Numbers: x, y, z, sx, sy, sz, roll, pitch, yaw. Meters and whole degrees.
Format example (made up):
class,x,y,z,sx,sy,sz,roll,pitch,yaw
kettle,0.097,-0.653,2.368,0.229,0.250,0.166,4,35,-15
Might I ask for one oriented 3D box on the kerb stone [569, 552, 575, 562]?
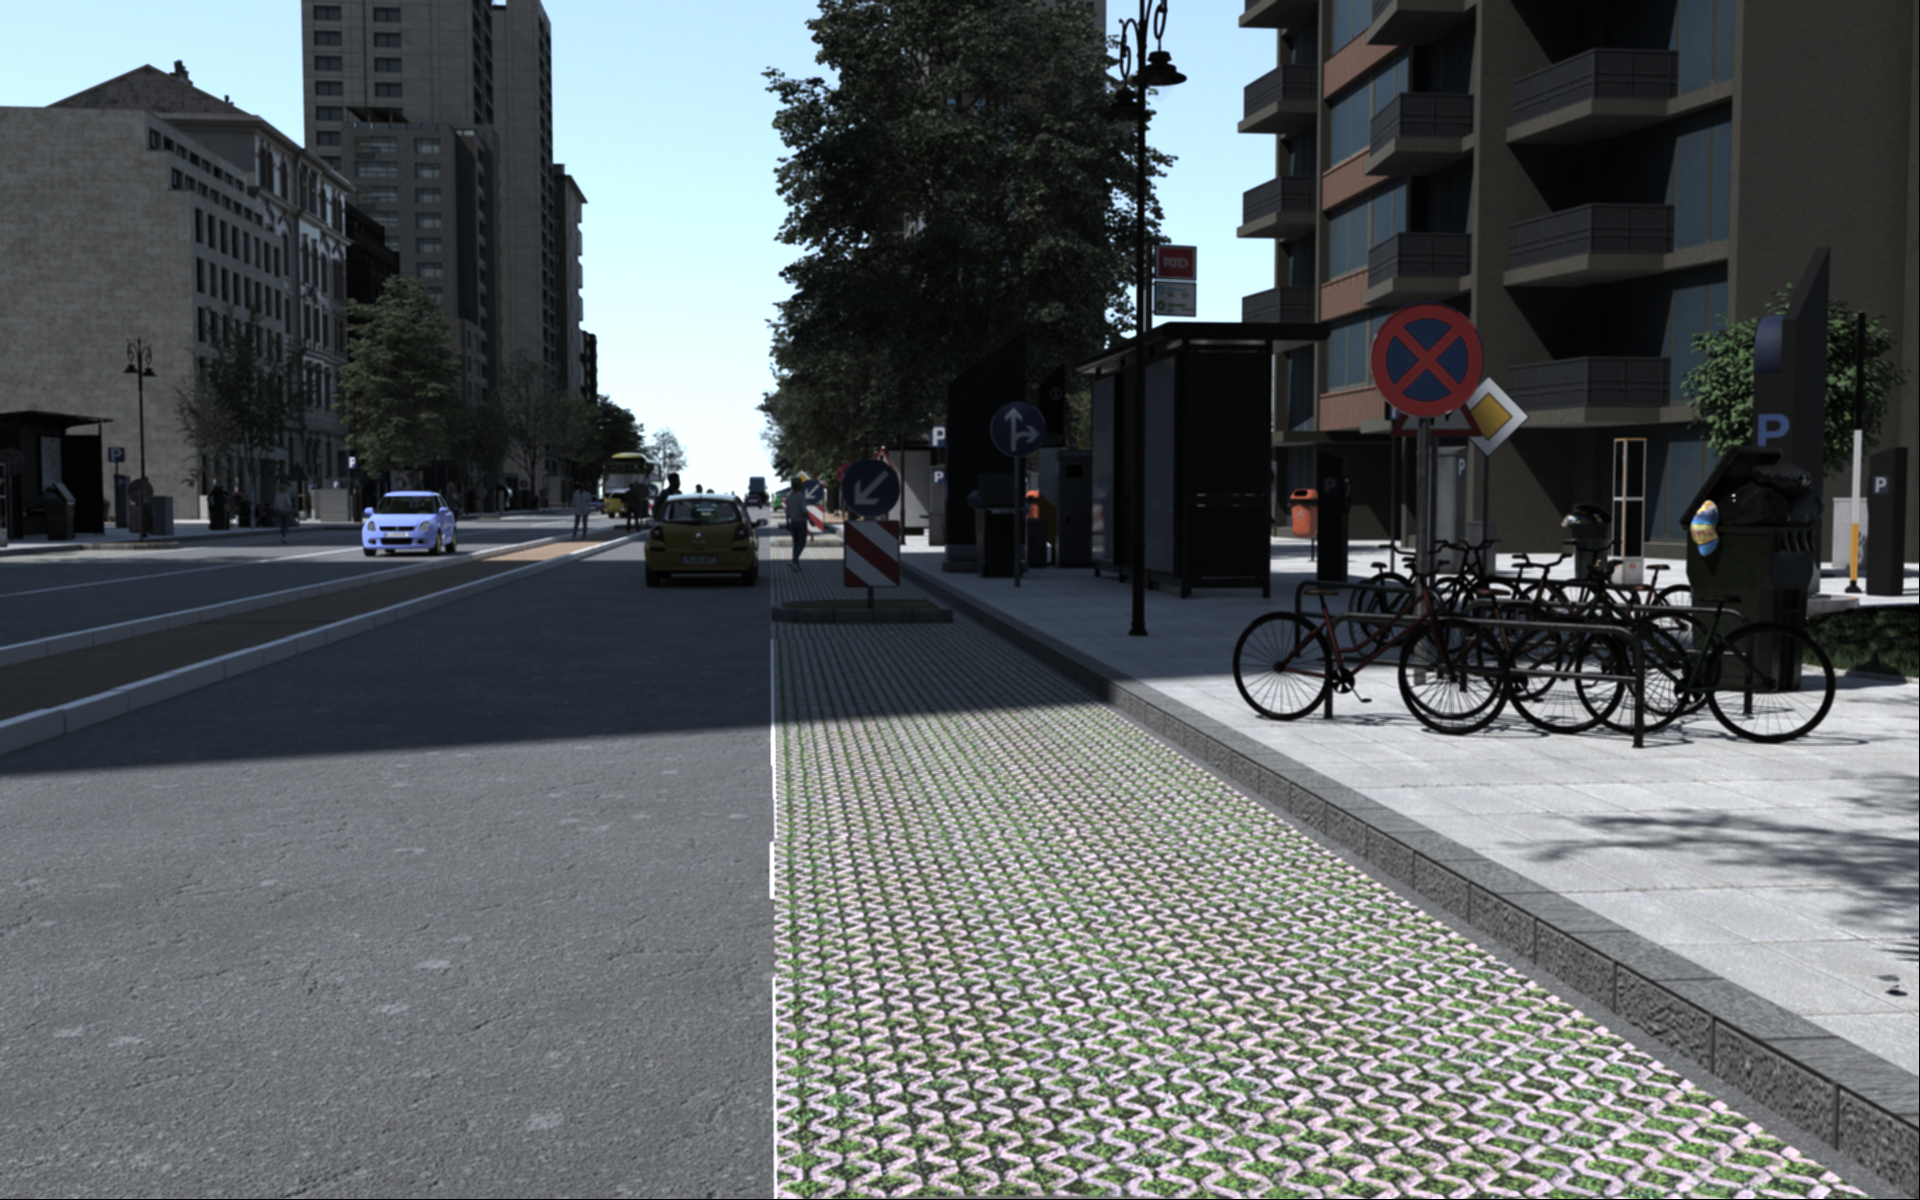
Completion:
class,x,y,z,sx,sy,sz,roll,pitch,yaw
kerb stone,-8.253,-0.863,36.339,0.120,0.150,1.000,0,4,-6

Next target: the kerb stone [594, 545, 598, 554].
class,x,y,z,sx,sy,sz,roll,pitch,yaw
kerb stone,-8.823,-1.177,41.438,0.120,0.150,1.000,0,4,-6

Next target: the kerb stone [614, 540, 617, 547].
class,x,y,z,sx,sy,sz,roll,pitch,yaw
kerb stone,-9.380,-1.488,46.530,0.120,0.150,1.000,0,4,-6

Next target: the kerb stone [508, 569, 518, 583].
class,x,y,z,sx,sy,sz,roll,pitch,yaw
kerb stone,-7.369,-0.367,28.191,0.120,0.150,1.000,0,4,-6

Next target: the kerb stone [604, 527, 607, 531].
class,x,y,z,sx,sy,sz,roll,pitch,yaw
kerb stone,-13.588,-2.660,65.688,0.120,0.150,1.000,0,4,-6

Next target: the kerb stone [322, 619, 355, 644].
class,x,y,z,sx,sy,sz,roll,pitch,yaw
kerb stone,-6.144,0.319,16.986,0.120,0.150,1.000,0,4,-6

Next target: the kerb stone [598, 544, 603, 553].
class,x,y,z,sx,sy,sz,roll,pitch,yaw
kerb stone,-8.921,-1.237,42.456,0.120,0.150,1.000,0,4,-6

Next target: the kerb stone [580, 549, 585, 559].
class,x,y,z,sx,sy,sz,roll,pitch,yaw
kerb stone,-8.486,-0.990,38.389,0.120,0.150,1.000,0,4,-6

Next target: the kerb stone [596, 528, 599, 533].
class,x,y,z,sx,sy,sz,roll,pitch,yaw
kerb stone,-13.248,-2.473,62.631,0.120,0.150,1.000,0,4,-6

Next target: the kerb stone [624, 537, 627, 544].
class,x,y,z,sx,sy,sz,roll,pitch,yaw
kerb stone,-9.709,-1.676,49.602,0.120,0.150,1.000,0,4,-6

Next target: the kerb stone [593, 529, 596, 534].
class,x,y,z,sx,sy,sz,roll,pitch,yaw
kerb stone,-13.144,-2.411,61.613,0.120,0.150,1.000,0,4,-6

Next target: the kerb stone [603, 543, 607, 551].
class,x,y,z,sx,sy,sz,roll,pitch,yaw
kerb stone,-9.044,-1.302,43.482,0.120,0.150,1.000,0,4,-6

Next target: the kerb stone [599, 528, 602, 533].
class,x,y,z,sx,sy,sz,roll,pitch,yaw
kerb stone,-13.354,-2.536,63.656,0.120,0.150,1.000,0,4,-6

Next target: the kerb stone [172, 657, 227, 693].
class,x,y,z,sx,sy,sz,roll,pitch,yaw
kerb stone,-5.703,0.569,12.902,0.120,0.150,1.000,0,4,-6

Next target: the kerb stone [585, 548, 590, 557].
class,x,y,z,sx,sy,sz,roll,pitch,yaw
kerb stone,-8.590,-1.053,39.406,0.120,0.150,1.000,0,4,-6

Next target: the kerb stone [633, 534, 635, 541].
class,x,y,z,sx,sy,sz,roll,pitch,yaw
kerb stone,-10.046,-1.863,52.654,0.120,0.150,1.000,0,4,-6

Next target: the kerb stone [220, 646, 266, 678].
class,x,y,z,sx,sy,sz,roll,pitch,yaw
kerb stone,-5.811,0.506,13.921,0.120,0.150,1.000,0,4,-6

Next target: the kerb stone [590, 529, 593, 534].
class,x,y,z,sx,sy,sz,roll,pitch,yaw
kerb stone,-13.028,-2.348,60.586,0.120,0.150,1.000,0,4,-6

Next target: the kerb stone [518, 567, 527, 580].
class,x,y,z,sx,sy,sz,roll,pitch,yaw
kerb stone,-7.482,-0.428,29.211,0.120,0.150,1.000,0,4,-6

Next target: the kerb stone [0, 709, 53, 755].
class,x,y,z,sx,sy,sz,roll,pitch,yaw
kerb stone,-5.363,0.755,9.849,0.120,0.150,1.000,0,4,-6

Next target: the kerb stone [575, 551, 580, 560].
class,x,y,z,sx,sy,sz,roll,pitch,yaw
kerb stone,-8.370,-0.927,37.355,0.120,0.150,1.000,0,4,-6

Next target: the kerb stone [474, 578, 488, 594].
class,x,y,z,sx,sy,sz,roll,pitch,yaw
kerb stone,-7.031,-0.179,25.121,0.120,0.150,1.000,0,4,-6

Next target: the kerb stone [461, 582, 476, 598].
class,x,y,z,sx,sy,sz,roll,pitch,yaw
kerb stone,-6.920,-0.117,24.105,0.120,0.150,1.000,0,4,-6

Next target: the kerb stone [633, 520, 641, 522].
class,x,y,z,sx,sy,sz,roll,pitch,yaw
kerb stone,-15.531,-3.748,83.499,0.120,0.150,1.000,0,4,-6

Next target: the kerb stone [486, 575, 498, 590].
class,x,y,z,sx,sy,sz,roll,pitch,yaw
kerb stone,-7.152,-0.242,26.152,0.120,0.150,1.000,0,4,-6

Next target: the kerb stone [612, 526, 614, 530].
class,x,y,z,sx,sy,sz,roll,pitch,yaw
kerb stone,-13.916,-2.845,68.747,0.120,0.150,1.000,0,4,-6

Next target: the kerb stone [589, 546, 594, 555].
class,x,y,z,sx,sy,sz,roll,pitch,yaw
kerb stone,-8.707,-1.113,40.422,0.120,0.150,1.000,0,4,-6

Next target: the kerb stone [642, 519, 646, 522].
class,x,y,z,sx,sy,sz,roll,pitch,yaw
kerb stone,-15.860,-3.936,86.551,0.120,0.150,1.000,0,4,-6

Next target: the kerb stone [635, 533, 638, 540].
class,x,y,z,sx,sy,sz,roll,pitch,yaw
kerb stone,-10.153,-1.925,53.671,0.120,0.150,1.000,0,4,-6

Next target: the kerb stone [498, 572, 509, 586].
class,x,y,z,sx,sy,sz,roll,pitch,yaw
kerb stone,-7.258,-0.304,27.168,0.120,0.150,1.000,0,4,-6

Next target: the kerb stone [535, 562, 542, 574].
class,x,y,z,sx,sy,sz,roll,pitch,yaw
kerb stone,-7.708,-0.554,31.250,0.120,0.150,1.000,0,4,-6

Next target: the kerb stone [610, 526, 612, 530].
class,x,y,z,sx,sy,sz,roll,pitch,yaw
kerb stone,-13.808,-2.785,67.724,0.120,0.150,1.000,0,4,-6

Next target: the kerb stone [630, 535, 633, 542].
class,x,y,z,sx,sy,sz,roll,pitch,yaw
kerb stone,-9.934,-1.794,51.638,0.120,0.150,1.000,0,4,-6

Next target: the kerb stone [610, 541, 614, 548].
class,x,y,z,sx,sy,sz,roll,pitch,yaw
kerb stone,-9.262,-1.426,45.515,0.120,0.150,1.000,0,4,-6

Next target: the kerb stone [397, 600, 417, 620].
class,x,y,z,sx,sy,sz,roll,pitch,yaw
kerb stone,-6.474,0.132,20.040,0.120,0.150,1.000,0,4,-6

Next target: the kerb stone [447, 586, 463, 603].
class,x,y,z,sx,sy,sz,roll,pitch,yaw
kerb stone,-6.812,-0.055,23.089,0.120,0.150,1.000,0,4,-6

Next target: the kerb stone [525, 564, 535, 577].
class,x,y,z,sx,sy,sz,roll,pitch,yaw
kerb stone,-7.589,-0.491,30.229,0.120,0.150,1.000,0,4,-6

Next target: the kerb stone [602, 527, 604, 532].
class,x,y,z,sx,sy,sz,roll,pitch,yaw
kerb stone,-13.480,-2.598,64.670,0.120,0.150,1.000,0,4,-6

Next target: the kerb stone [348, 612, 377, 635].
class,x,y,z,sx,sy,sz,roll,pitch,yaw
kerb stone,-6.259,0.257,18.002,0.120,0.150,1.000,0,4,-6

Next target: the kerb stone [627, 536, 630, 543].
class,x,y,z,sx,sy,sz,roll,pitch,yaw
kerb stone,-9.829,-1.733,50.621,0.120,0.150,1.000,0,4,-6

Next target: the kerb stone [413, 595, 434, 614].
class,x,y,z,sx,sy,sz,roll,pitch,yaw
kerb stone,-6.590,0.070,21.056,0.120,0.150,1.000,0,4,-6

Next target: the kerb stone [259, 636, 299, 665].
class,x,y,z,sx,sy,sz,roll,pitch,yaw
kerb stone,-5.924,0.449,14.938,0.120,0.150,1.000,0,4,-6

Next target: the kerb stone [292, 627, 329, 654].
class,x,y,z,sx,sy,sz,roll,pitch,yaw
kerb stone,-6.035,0.383,15.966,0.120,0.150,1.000,0,4,-6

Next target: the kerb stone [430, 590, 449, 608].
class,x,y,z,sx,sy,sz,roll,pitch,yaw
kerb stone,-6.704,0.008,22.072,0.120,0.150,1.000,0,4,-6

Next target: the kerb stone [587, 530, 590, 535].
class,x,y,z,sx,sy,sz,roll,pitch,yaw
kerb stone,-12.918,-2.285,59.561,0.120,0.150,1.000,0,4,-6

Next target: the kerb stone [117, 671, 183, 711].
class,x,y,z,sx,sy,sz,roll,pitch,yaw
kerb stone,-5.583,0.634,11.887,0.120,0.150,1.000,0,4,-6

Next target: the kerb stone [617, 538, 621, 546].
class,x,y,z,sx,sy,sz,roll,pitch,yaw
kerb stone,-9.488,-1.547,47.550,0.120,0.150,1.000,0,4,-6

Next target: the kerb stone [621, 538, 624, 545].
class,x,y,z,sx,sy,sz,roll,pitch,yaw
kerb stone,-9.599,-1.612,48.580,0.120,0.150,1.000,0,4,-6

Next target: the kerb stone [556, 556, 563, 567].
class,x,y,z,sx,sy,sz,roll,pitch,yaw
kerb stone,-8.040,-0.740,34.299,0.120,0.150,1.000,0,4,-6

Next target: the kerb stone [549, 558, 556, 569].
class,x,y,z,sx,sy,sz,roll,pitch,yaw
kerb stone,-7.928,-0.675,33.283,0.120,0.150,1.000,0,4,-6

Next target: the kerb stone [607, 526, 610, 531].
class,x,y,z,sx,sy,sz,roll,pitch,yaw
kerb stone,-13.699,-2.719,66.704,0.120,0.150,1.000,0,4,-6

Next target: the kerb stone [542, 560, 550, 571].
class,x,y,z,sx,sy,sz,roll,pitch,yaw
kerb stone,-7.813,-0.614,32.267,0.120,0.150,1.000,0,4,-6

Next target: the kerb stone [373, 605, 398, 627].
class,x,y,z,sx,sy,sz,roll,pitch,yaw
kerb stone,-6.367,0.196,19.023,0.120,0.150,1.000,0,4,-6

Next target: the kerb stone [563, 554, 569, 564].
class,x,y,z,sx,sy,sz,roll,pitch,yaw
kerb stone,-8.150,-0.803,35.317,0.120,0.150,1.000,0,4,-6

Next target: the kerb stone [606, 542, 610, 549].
class,x,y,z,sx,sy,sz,roll,pitch,yaw
kerb stone,-9.153,-1.357,44.499,0.120,0.150,1.000,0,4,-6

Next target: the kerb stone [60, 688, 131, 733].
class,x,y,z,sx,sy,sz,roll,pitch,yaw
kerb stone,-5.467,0.701,10.867,0.120,0.150,1.000,0,4,-6
